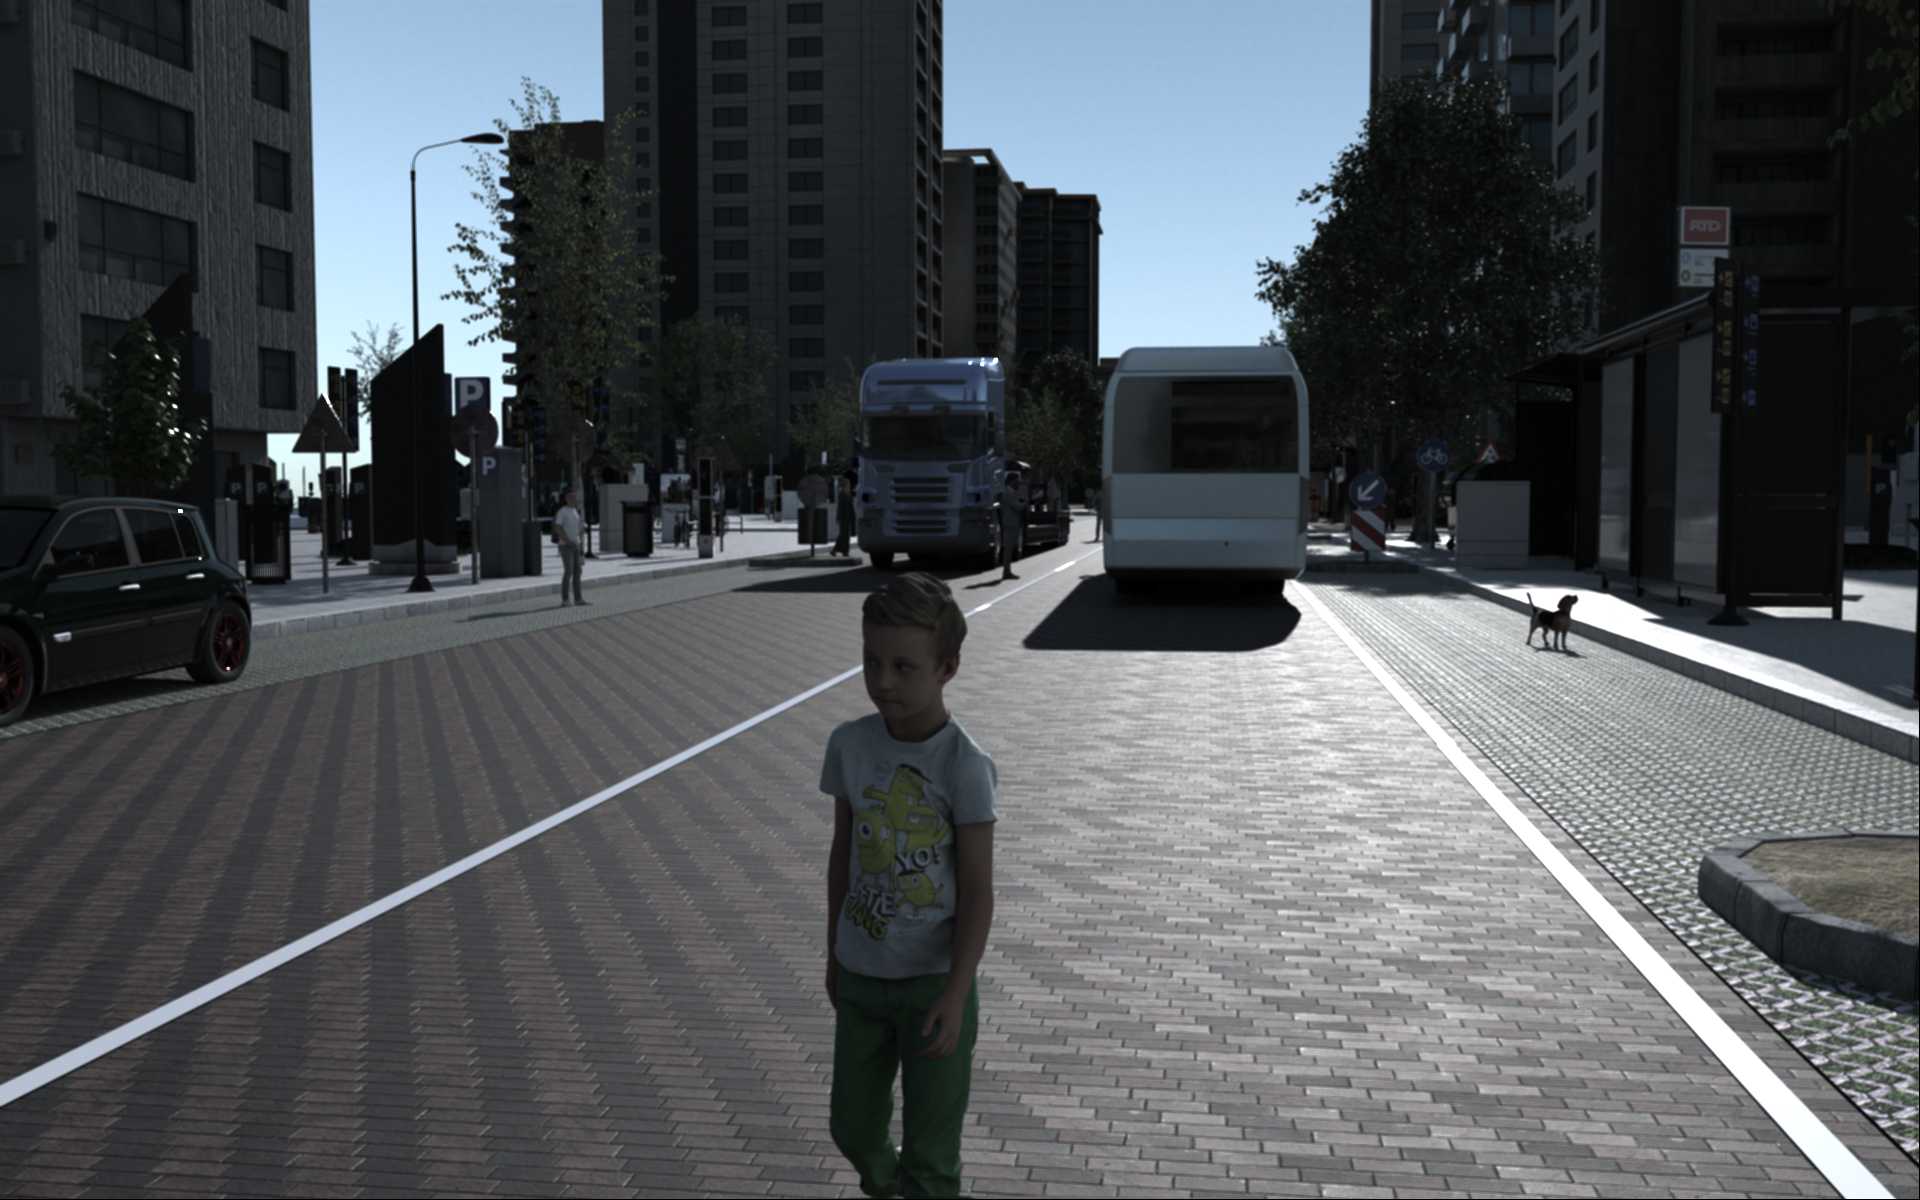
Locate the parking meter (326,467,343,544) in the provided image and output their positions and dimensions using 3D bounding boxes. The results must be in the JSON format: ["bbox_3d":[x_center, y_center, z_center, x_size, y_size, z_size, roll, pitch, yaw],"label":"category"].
[{"bbox_3d":[-13.227,-1.886,36.541,0.255,1.863,0.399,0,4,7],"label":"parking meter"}]

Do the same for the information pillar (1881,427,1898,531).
[{"bbox_3d":[32.422,-4.226,60.450,0.504,3.616,0.183,2,4,32],"label":"information pillar"}]

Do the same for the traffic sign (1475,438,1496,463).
[{"bbox_3d":[12.281,-2.456,40.154,0.884,2.594,0.081,1,4,14],"label":"traffic sign"}]

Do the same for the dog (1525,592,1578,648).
[{"bbox_3d":[5.520,0.190,16.174,0.540,0.507,0.406,2,4,30],"label":"dog"}]

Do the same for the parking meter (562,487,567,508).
[{"bbox_3d":[-31.391,-8.062,137.519,0.399,1.863,0.255,-3,5,-41],"label":"parking meter"}]

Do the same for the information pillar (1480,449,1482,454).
[{"bbox_3d":[23.679,-5.319,78.315,0.183,3.616,0.504,-3,5,-45],"label":"information pillar"}]

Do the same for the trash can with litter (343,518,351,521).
[{"bbox_3d":[-29.329,-4.356,82.276,2.233,1.210,1.678,0,4,4],"label":"trash can with litter"}]

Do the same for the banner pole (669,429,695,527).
[{"bbox_3d":[-10.579,-4.683,66.578,0.863,3.779,0.401,-2,4,-33],"label":"banner pole"}]

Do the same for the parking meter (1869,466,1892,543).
[{"bbox_3d":[19.060,-1.844,35.856,0.399,1.863,0.255,2,4,28],"label":"parking meter"}]

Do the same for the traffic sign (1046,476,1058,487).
[{"bbox_3d":[6.674,-7.680,125.577,0.884,2.594,0.081,1,4,18],"label":"traffic sign"}]

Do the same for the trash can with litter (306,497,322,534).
[{"bbox_3d":[-21.038,-2.766,56.618,0.624,1.170,1.055,-1,4,-17],"label":"trash can with litter"}]

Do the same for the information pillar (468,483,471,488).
[{"bbox_3d":[-33.831,-7.060,119.928,0.304,2.012,0.304,3,4,38],"label":"information pillar"}]

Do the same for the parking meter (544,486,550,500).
[{"bbox_3d":[-28.354,-6.922,118.891,0.255,1.863,0.399,-2,4,-34],"label":"parking meter"}]

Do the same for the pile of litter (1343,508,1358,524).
[{"bbox_3d":[16.907,-3.664,73.868,1.176,0.858,1.719,1,4,9],"label":"pile of litter"}]

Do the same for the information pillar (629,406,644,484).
[{"bbox_3d":[-8.658,-3.364,46.364,0.183,3.616,0.504,2,4,30],"label":"information pillar"}]

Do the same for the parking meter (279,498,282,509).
[{"bbox_3d":[-47.929,-6.947,121.999,0.372,1.533,0.369,0,3,0],"label":"parking meter"}]

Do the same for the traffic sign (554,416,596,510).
[{"bbox_3d":[-6.304,-1.725,28.314,0.768,2.556,0.104,1,4,16],"label":"traffic sign"}]

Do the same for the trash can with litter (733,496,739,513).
[{"bbox_3d":[-14.807,-6.641,119.634,2.233,1.210,1.678,-2,4,-26],"label":"trash can with litter"}]

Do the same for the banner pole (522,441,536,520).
[{"bbox_3d":[-17.825,-5.027,72.216,0.401,3.779,0.863,-3,4,-39],"label":"banner pole"}]

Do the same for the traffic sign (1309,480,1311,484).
[{"bbox_3d":[18.750,-5.788,94.645,0.884,2.594,0.081,1,4,10],"label":"traffic sign"}]

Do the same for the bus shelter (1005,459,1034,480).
[{"bbox_3d":[3.181,-6.731,103.979,2.014,3.302,5.546,0,4,8],"label":"bus shelter"}]

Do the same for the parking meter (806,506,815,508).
[{"bbox_3d":[-7.060,-4.653,81.792,0.399,1.863,0.255,3,5,42],"label":"parking meter"}]

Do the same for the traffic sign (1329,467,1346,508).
[{"bbox_3d":[17.605,-4.933,80.760,0.768,2.556,0.104,1,4,13],"label":"traffic sign"}]

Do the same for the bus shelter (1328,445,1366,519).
[{"bbox_3d":[18.805,-5.733,85.020,1.731,3.624,6.357,0,4,8],"label":"bus shelter"}]

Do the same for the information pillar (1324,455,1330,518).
[{"bbox_3d":[20.116,-6.302,94.391,0.504,3.616,0.183,2,4,28],"label":"information pillar"}]

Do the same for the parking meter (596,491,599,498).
[{"bbox_3d":[-25.629,-6.969,122.346,0.372,1.533,0.369,0,3,0],"label":"parking meter"}]

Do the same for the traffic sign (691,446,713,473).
[{"bbox_3d":[-6.760,-2.802,45.915,0.768,2.556,0.104,1,4,8],"label":"traffic sign"}]

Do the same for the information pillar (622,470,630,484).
[{"bbox_3d":[-10.307,-3.024,53.936,0.304,2.012,0.304,2,4,31],"label":"information pillar"}]

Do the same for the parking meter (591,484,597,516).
[{"bbox_3d":[-21.489,-5.872,101.715,0.255,1.863,0.399,-1,4,-17],"label":"parking meter"}]

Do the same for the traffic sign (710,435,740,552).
[{"bbox_3d":[-5.279,-2.342,38.290,0.884,2.594,0.081,1,4,16],"label":"traffic sign"}]

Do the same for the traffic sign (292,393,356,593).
[{"bbox_3d":[-8.222,-1.369,22.382,0.884,2.594,0.081,1,4,9],"label":"traffic sign"}]

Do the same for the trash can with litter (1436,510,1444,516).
[{"bbox_3d":[28.117,-5.531,101.489,2.233,1.210,1.678,-1,4,-21],"label":"trash can with litter"}]

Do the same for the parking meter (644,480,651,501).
[{"bbox_3d":[-12.419,-3.836,68.434,0.399,1.863,0.255,-3,5,-43],"label":"parking meter"}]

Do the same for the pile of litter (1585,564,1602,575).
[{"bbox_3d":[10.637,-0.827,27.488,1.176,0.858,1.719,0,4,1],"label":"pile of litter"}]

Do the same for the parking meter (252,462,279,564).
[{"bbox_3d":[-12.804,-1.605,31.953,0.399,1.863,0.255,0,4,1],"label":"parking meter"}]

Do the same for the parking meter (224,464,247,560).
[{"bbox_3d":[-14.002,-1.699,33.493,0.399,1.863,0.255,-1,4,-21],"label":"parking meter"}]

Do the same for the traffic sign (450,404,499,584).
[{"bbox_3d":[-6.901,-1.496,24.574,0.768,2.556,0.104,1,4,15],"label":"traffic sign"}]

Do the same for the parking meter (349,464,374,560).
[{"bbox_3d":[-11.588,-1.702,33.534,0.399,1.863,0.255,0,4,3],"label":"parking meter"}]

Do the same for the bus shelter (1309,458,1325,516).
[{"bbox_3d":[20.566,-6.405,98.646,2.014,3.302,5.546,1,4,8],"label":"bus shelter"}]

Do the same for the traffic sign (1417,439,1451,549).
[{"bbox_3d":[11.031,-2.461,40.346,0.768,2.556,0.104,1,4,16],"label":"traffic sign"}]

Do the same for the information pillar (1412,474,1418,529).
[{"bbox_3d":[16.489,-3.532,62.247,0.304,2.012,0.304,-2,4,-29],"label":"information pillar"}]

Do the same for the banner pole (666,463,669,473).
[{"bbox_3d":[-23.113,-9.038,137.785,0.863,3.779,0.401,-2,4,-33],"label":"banner pole"}]

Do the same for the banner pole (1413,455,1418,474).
[{"bbox_3d":[29.553,-7.480,112.319,0.863,3.779,0.401,-2,4,-35],"label":"banner pole"}]

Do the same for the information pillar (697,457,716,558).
[{"bbox_3d":[-5.092,-1.854,34.810,0.304,2.012,0.304,0,4,2],"label":"information pillar"}]

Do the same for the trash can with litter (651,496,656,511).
[{"bbox_3d":[-22.664,-7.025,126.239,1.055,1.170,0.624,0,4,7],"label":"trash can with litter"}]

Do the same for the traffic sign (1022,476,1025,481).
[{"bbox_3d":[3.780,-6.630,108.411,0.884,2.594,0.081,1,4,17],"label":"traffic sign"}]
